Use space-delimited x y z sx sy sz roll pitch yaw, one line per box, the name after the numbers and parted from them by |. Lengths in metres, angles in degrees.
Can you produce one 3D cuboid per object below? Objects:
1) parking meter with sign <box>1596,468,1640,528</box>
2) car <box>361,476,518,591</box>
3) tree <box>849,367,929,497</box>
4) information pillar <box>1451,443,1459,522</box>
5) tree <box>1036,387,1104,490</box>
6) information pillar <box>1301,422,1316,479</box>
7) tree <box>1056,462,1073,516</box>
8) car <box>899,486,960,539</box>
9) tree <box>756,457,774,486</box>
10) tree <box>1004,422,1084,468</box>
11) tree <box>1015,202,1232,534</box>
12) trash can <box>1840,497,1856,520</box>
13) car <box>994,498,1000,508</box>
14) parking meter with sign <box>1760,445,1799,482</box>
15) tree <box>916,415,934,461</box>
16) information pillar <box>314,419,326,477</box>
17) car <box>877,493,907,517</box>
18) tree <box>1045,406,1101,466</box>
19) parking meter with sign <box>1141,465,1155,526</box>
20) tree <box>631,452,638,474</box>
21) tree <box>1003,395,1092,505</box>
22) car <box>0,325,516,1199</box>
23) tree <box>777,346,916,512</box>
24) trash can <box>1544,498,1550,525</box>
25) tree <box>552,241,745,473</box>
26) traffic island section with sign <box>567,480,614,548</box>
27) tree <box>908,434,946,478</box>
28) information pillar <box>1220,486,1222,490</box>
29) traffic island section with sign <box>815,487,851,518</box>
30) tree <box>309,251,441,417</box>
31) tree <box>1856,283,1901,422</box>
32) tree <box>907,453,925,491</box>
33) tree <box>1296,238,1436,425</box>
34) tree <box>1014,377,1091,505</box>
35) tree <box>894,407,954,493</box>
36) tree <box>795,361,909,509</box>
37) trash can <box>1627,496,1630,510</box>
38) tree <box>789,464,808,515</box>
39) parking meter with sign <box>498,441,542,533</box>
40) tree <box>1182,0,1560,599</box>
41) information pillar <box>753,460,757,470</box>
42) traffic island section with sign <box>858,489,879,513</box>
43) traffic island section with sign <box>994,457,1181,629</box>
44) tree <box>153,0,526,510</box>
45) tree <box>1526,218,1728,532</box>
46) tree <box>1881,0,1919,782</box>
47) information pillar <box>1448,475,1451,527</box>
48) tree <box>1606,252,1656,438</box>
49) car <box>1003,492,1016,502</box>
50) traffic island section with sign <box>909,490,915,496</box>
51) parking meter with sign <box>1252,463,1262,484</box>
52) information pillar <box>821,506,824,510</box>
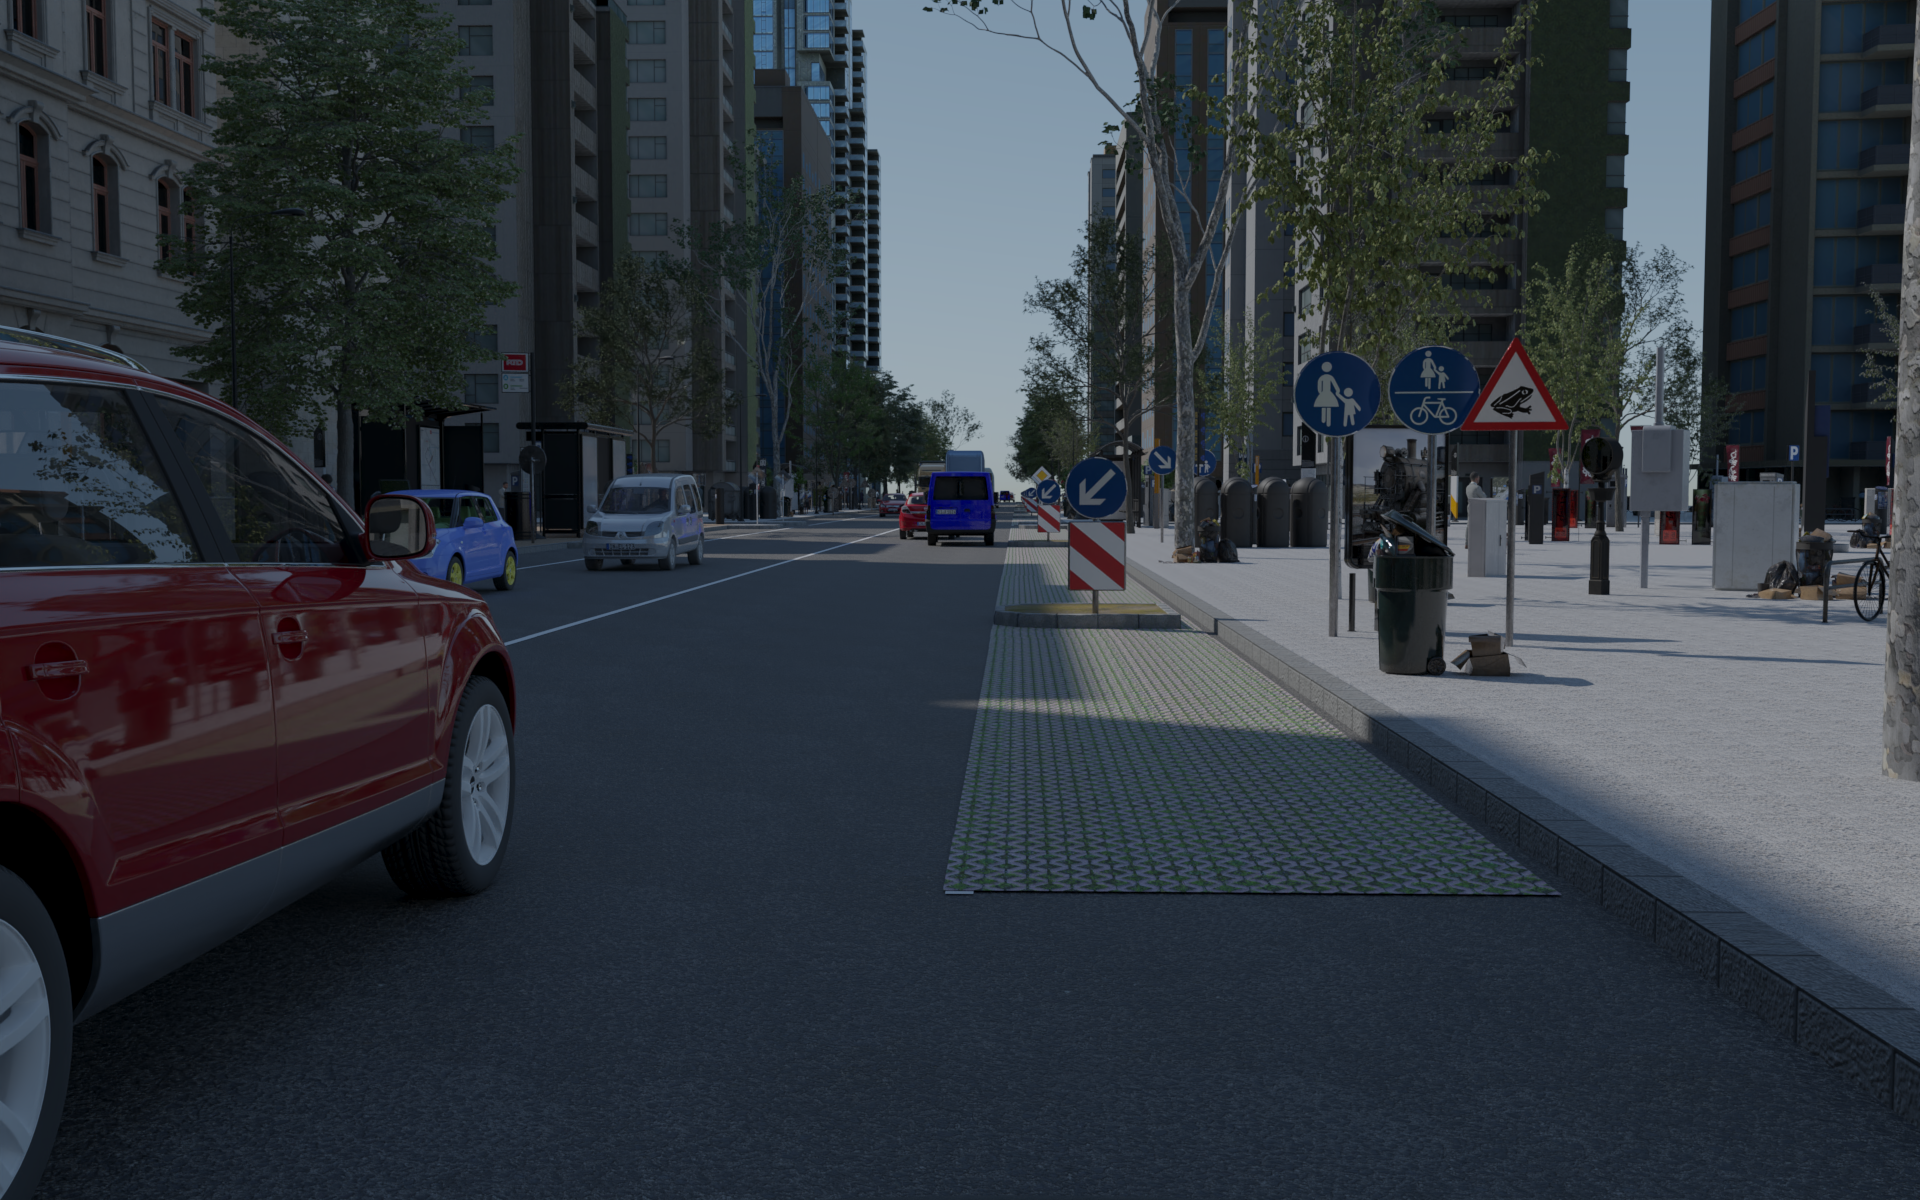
25.247 -4.300 66.562 1.738 3.016 0.543 2 4 35 | parking meter with sign
-7.568 -0.913 24.512 1.945 1.707 3.694 0 4 3 | car
-7.348 -16.224 171.911 9.857 13.997 8.962 0 3 0 | tree
22.743 -5.398 79.611 0.183 3.616 0.504 -1 4 -16 | information pillar
7.697 -10.304 118.829 4.360 8.622 3.978 0 3 0 | tree
11.238 -3.950 55.939 0.504 3.616 0.183 2 4 33 | information pillar
6.522 -6.671 103.668 1.663 3.219 1.824 0 3 0 | tree
-0.946 -2.885 56.204 2.155 1.783 4.494 0 4 3 | car
-17.044 -9.802 143.977 4.285 4.588 4.351 0 3 0 | tree
13.295 -22.030 270.553 12.009 13.543 11.850 0 3 0 | tree
5.200 -7.429 55.872 7.601 10.594 8.767 0 4 8 | tree
43.470 -4.474 84.802 0.748 1.137 0.748 0 3 0 | trash can
3.028 -10.048 176.652 2.083 1.381 4.827 0 4 1 | car
29.393 -4.065 62.718 0.543 3.016 1.738 -2 4 -28 | parking meter with sign
-6.933 -16.361 193.265 9.928 11.665 9.643 0 3 0 | tree
-19.948 -3.833 54.021 0.504 3.616 0.183 2 4 35 | information pillar
-4.100 -6.099 108.753 2.155 1.783 4.494 0 4 1 | car
8.756 -11.181 133.169 4.737 8.622 4.395 0 3 0 | tree
7.800 -4.515 70.080 0.543 3.016 1.738 -1 4 -10 | parking meter with sign
-21.190 -7.509 106.481 4.285 4.588 4.351 0 3 0 | tree
9.578 -16.559 187.748 9.611 12.733 9.660 0 3 0 | tree
-2.743 0.249 4.605 2.281 1.827 5.304 0 4 2 | car
-8.935 -12.054 122.834 9.928 11.665 9.643 0 3 0 | tree
24.019 -3.667 71.615 0.748 1.137 0.748 0 3 0 | trash can
-11.692 -7.976 64.824 7.601 10.594 8.767 -1 4 -15 | tree
-9.343 -2.322 46.598 1.989 1.847 2.006 0 4 2 | traffic island section with sign
-5.319 -19.653 255.734 7.601 10.594 8.767 0 4 8 | tree
20.505 -8.095 136.842 0.304 2.012 0.304 -1 4 -21 | information pillar
-7.495 -5.754 102.698 1.989 1.847 2.006 0 4 2 | traffic island section with sign
-16.840 -6.129 50.573 4.737 8.622 4.395 0 3 0 | tree
26.576 -5.879 46.481 4.360 8.622 3.978 0 3 0 | tree
-6.025 -17.166 231.027 4.360 8.622 3.978 0 3 0 | tree
11.731 -6.030 48.957 4.360 8.622 3.978 0 3 0 | tree
8.430 -14.978 163.013 7.486 12.596 7.792 0 3 0 | tree
-5.342 -18.654 223.118 7.486 12.596 7.792 0 3 0 | tree
-9.098 -14.237 149.781 9.611 12.733 9.660 0 3 0 | tree
53.331 -7.742 138.238 0.748 1.137 0.748 0 3 0 | trash can
-10.157 -7.009 109.199 1.663 3.219 1.824 0 3 0 | tree
-14.345 -3.696 56.690 0.543 3.016 1.738 2 4 31 | parking meter with sign
4.825 -4.315 20.919 4.737 8.622 4.395 0 3 0 | tree
-14.297 -7.924 120.919 0.183 3.616 0.504 -3 4 -37 | information pillar
-6.584 -7.429 130.096 1.989 1.847 2.006 0 4 2 | traffic island section with sign
1.375 -0.650 19.256 1.989 1.847 2.006 0 4 2 | traffic island section with sign
-12.344 -7.183 35.562 7.486 12.596 7.792 0 3 0 | tree
22.194 -7.615 58.922 7.601 10.594 8.767 1 4 16 | tree
5.567 -9.200 6.312 12.611 20.169 13.585 0 3 0 | tree
19.082 -3.890 68.086 0.304 2.012 0.304 -2 4 -32 | information pillar
18.397 -6.207 51.849 4.737 8.622 4.395 0 3 0 | tree
8.854 -18.547 311.908 2.281 1.827 5.304 0 4 4 | car
-4.940 -10.456 179.588 1.989 1.847 2.006 0 4 2 | traffic island section with sign
17.041 -6.165 97.066 0.543 3.016 1.738 -1 4 -20 | parking meter with sign
-11.388 -8.428 142.286 0.304 2.012 0.304 -3 5 -41 | information pillar
